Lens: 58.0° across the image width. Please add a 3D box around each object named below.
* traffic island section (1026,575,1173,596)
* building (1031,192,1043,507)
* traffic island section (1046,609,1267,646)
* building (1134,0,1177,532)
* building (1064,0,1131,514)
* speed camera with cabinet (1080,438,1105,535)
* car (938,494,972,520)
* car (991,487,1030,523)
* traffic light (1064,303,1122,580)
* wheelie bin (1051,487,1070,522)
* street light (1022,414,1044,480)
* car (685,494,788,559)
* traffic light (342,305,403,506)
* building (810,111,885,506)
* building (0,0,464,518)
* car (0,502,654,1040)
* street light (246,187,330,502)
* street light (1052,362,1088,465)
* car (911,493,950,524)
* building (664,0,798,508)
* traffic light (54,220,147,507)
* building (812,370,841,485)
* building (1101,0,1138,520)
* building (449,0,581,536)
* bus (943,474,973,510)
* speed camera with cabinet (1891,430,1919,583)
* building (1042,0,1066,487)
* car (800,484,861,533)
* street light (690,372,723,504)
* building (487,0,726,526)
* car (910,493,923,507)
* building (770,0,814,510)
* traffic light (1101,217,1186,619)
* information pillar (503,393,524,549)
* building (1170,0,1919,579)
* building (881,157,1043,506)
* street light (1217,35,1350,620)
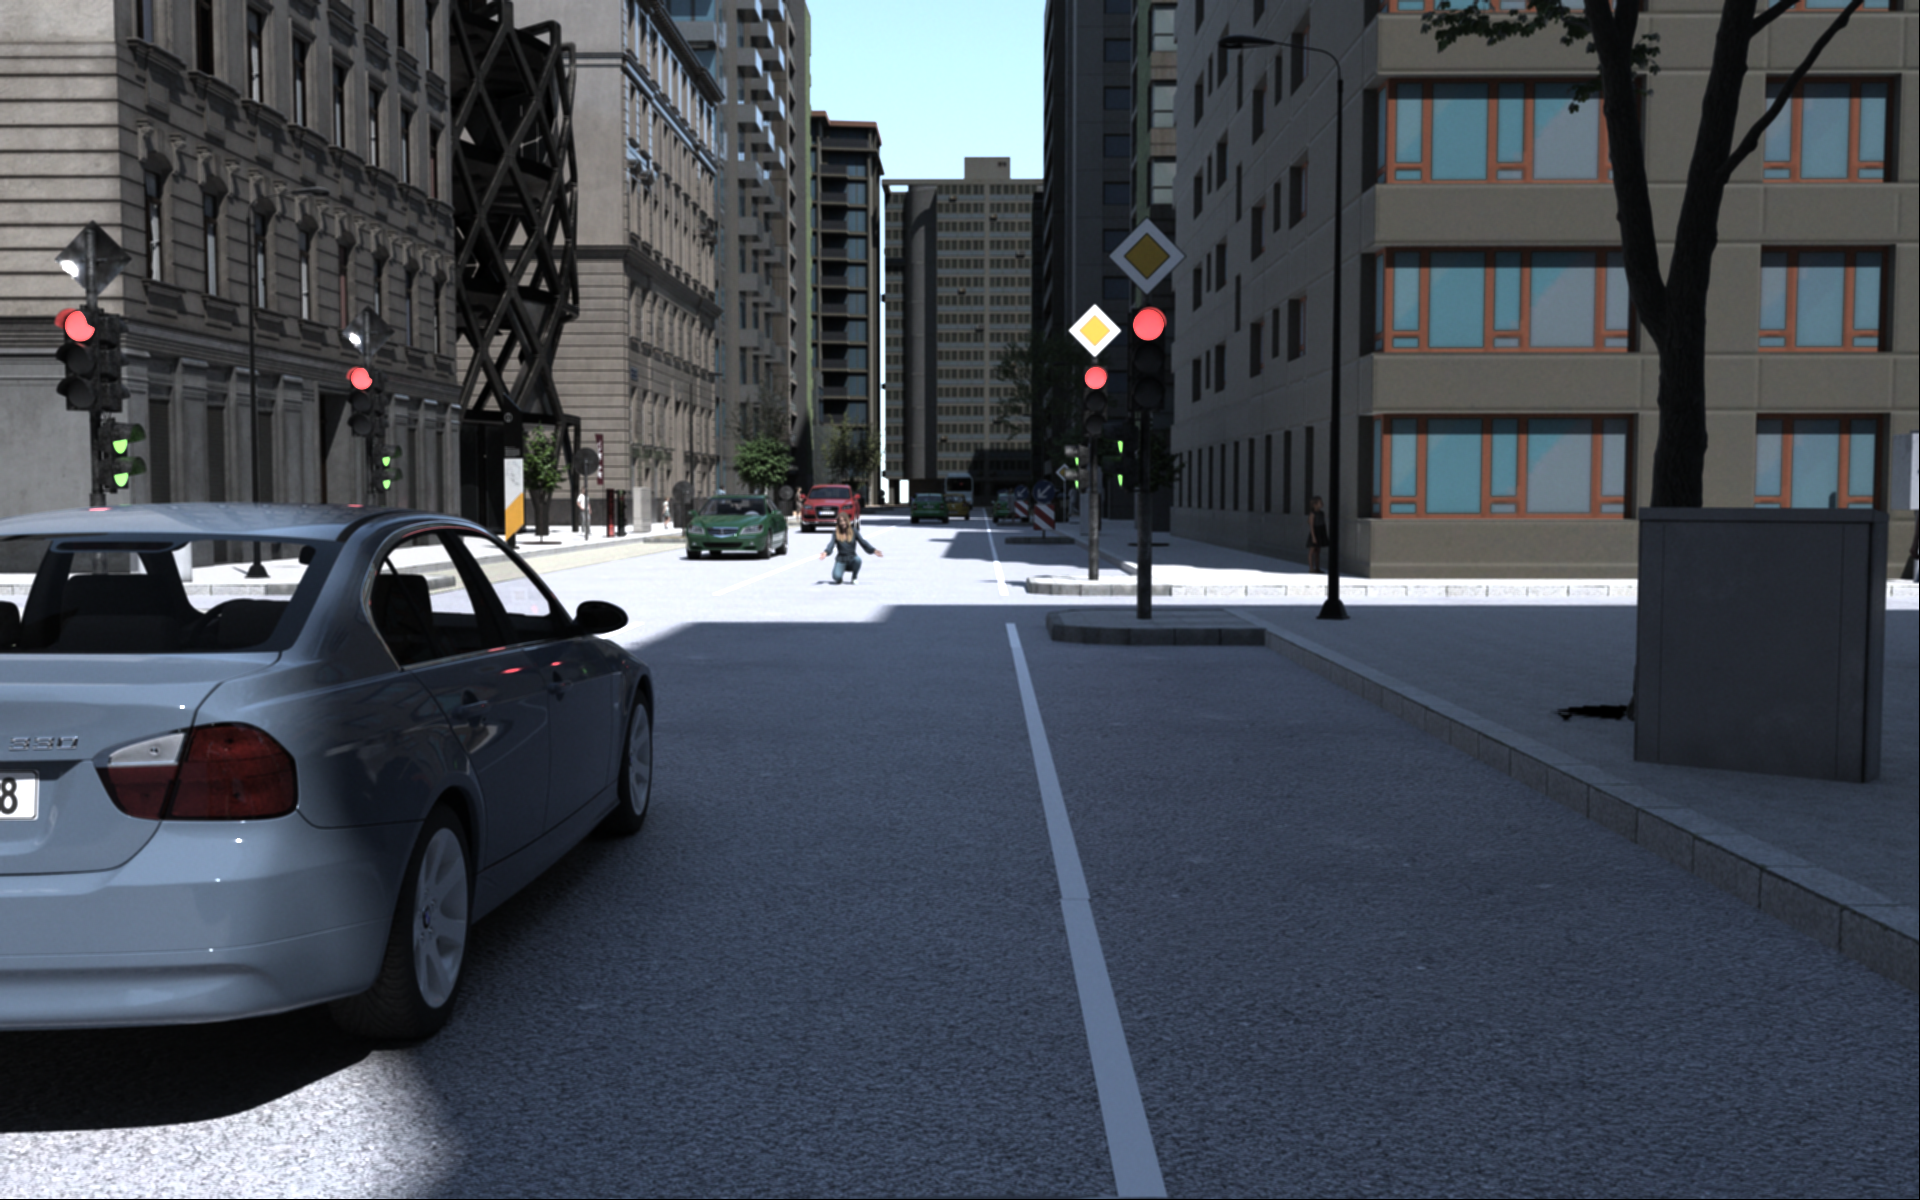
[{"bbox_3d":[2.012,-0.216,25.819,2.009,0.180,2.903,0,4,1],"label":"traffic island section"},{"bbox_3d":[13.866,-24.222,167.737,14.160,30.474,14.107,0,4,1],"label":"building"},{"bbox_3d":[1.918,0.272,17.834,2.009,0.180,2.903,0,4,1],"label":"traffic island section"},{"bbox_3d":[13.472,-23.282,64.263,14.154,41.232,14.086,0,4,1],"label":"building"},{"bbox_3d":[18.064,-35.606,124.149,21.231,58.520,28.212,0,4,1],"label":"building"},{"bbox_3d":[4.191,-3.688,54.635,0.660,3.252,2.038,1,4,11],"label":"speed camera with cabinet"},{"bbox_3d":[-0.331,-5.302,96.911,2.015,1.641,3.980,0,4,2],"label":"car"},{"bbox_3d":[2.539,-4.768,86.745,1.959,1.807,4.718,0,3,0],"label":"car"},{"bbox_3d":[1.972,-2.250,25.705,0.839,4.253,0.868,0,4,1],"label":"traffic light"},{"bbox_3d":[4.531,-4.316,78.468,0.693,1.594,0.980,-3,4,-38],"label":"wheelie bin"},{"bbox_3d":[4.324,-7.846,100.829,1.470,5.913,1.316,0,4,1],"label":"street light"},{"bbox_3d":[-5.044,-1.697,39.549,2.131,1.459,4.920,0,4,2],"label":"car"},{"bbox_3d":[-8.789,-2.257,25.815,0.839,4.253,0.868,0,4,1],"label":"traffic light"},{"bbox_3d":[-23.373,-33.219,197.758,28.867,44.769,22.147,0,4,1],"label":"building"},{"bbox_3d":[-17.888,-11.442,36.223,9.793,20.994,18.267,0,4,1],"label":"building"},{"bbox_3d":[-2.223,0.376,5.847,2.014,1.417,4.499,0,4,0],"label":"car"},{"bbox_3d":[-10.239,-3.293,26.380,1.470,5.913,1.316,0,4,1],"label":"street light"},{"bbox_3d":[3.937,-5.415,61.081,1.470,5.913,1.316,0,4,1],"label":"street light"},{"bbox_3d":[-1.467,-4.689,85.466,1.959,1.807,4.718,0,4,1],"label":"car"},{"bbox_3d":[-23.729,-30.366,116.100,23.786,49.044,30.456,0,4,1],"label":"building"},{"bbox_3d":[-8.883,-1.768,17.831,0.839,4.253,0.868,0,4,1],"label":"traffic light"},{"bbox_3d":[-27.701,-51.982,162.583,31.000,86.520,22.319,0,4,1],"label":"building"},{"bbox_3d":[17.710,-39.783,88.707,20.563,71.187,20.611,0,4,1],"label":"building"},{"bbox_3d":[-20.781,-11.400,53.838,16.820,18.784,16.811,0,4,1],"label":"building"},{"bbox_3d":[-0.132,-10.213,161.842,2.948,3.499,13.247,0,4,0],"label":"bus"},{"bbox_3d":[14.616,-1.877,25.018,2.038,3.252,0.660,0,4,0],"label":"speed camera with cabinet"},{"bbox_3d":[18.203,-32.148,149.313,21.300,48.544,21.600,0,4,1],"label":"building"},{"bbox_3d":[-4.867,-3.474,65.478,2.281,1.827,5.304,0,4,-1],"label":"car"},{"bbox_3d":[-9.732,-5.731,66.250,1.470,5.913,1.316,0,4,1],"label":"street light"},{"bbox_3d":[-18.859,-17.345,80.856,12.463,27.353,25.104,0,4,1],"label":"building"},{"bbox_3d":[-3.809,-9.662,167.564,1.945,1.707,3.694,0,4,1],"label":"car"},{"bbox_3d":[-19.519,-27.851,138.963,14.154,41.232,14.086,0,4,1],"label":"building"},{"bbox_3d":[1.878,-1.761,17.721,0.839,4.253,0.868,0,4,1],"label":"traffic light"},{"bbox_3d":[-10.398,-2.994,40.305,0.504,3.616,0.183,1,4,22],"label":"information pillar"},{"bbox_3d":[20.806,-11.872,39.143,28.899,21.520,27.650,0,4,1],"label":"building"},{"bbox_3d":[3.109,-31.208,202.138,23.993,40.220,32.217,0,4,1],"label":"building"},{"bbox_3d":[3.307,-2.761,17.691,1.470,5.913,1.316,0,4,1],"label":"street light"}]
